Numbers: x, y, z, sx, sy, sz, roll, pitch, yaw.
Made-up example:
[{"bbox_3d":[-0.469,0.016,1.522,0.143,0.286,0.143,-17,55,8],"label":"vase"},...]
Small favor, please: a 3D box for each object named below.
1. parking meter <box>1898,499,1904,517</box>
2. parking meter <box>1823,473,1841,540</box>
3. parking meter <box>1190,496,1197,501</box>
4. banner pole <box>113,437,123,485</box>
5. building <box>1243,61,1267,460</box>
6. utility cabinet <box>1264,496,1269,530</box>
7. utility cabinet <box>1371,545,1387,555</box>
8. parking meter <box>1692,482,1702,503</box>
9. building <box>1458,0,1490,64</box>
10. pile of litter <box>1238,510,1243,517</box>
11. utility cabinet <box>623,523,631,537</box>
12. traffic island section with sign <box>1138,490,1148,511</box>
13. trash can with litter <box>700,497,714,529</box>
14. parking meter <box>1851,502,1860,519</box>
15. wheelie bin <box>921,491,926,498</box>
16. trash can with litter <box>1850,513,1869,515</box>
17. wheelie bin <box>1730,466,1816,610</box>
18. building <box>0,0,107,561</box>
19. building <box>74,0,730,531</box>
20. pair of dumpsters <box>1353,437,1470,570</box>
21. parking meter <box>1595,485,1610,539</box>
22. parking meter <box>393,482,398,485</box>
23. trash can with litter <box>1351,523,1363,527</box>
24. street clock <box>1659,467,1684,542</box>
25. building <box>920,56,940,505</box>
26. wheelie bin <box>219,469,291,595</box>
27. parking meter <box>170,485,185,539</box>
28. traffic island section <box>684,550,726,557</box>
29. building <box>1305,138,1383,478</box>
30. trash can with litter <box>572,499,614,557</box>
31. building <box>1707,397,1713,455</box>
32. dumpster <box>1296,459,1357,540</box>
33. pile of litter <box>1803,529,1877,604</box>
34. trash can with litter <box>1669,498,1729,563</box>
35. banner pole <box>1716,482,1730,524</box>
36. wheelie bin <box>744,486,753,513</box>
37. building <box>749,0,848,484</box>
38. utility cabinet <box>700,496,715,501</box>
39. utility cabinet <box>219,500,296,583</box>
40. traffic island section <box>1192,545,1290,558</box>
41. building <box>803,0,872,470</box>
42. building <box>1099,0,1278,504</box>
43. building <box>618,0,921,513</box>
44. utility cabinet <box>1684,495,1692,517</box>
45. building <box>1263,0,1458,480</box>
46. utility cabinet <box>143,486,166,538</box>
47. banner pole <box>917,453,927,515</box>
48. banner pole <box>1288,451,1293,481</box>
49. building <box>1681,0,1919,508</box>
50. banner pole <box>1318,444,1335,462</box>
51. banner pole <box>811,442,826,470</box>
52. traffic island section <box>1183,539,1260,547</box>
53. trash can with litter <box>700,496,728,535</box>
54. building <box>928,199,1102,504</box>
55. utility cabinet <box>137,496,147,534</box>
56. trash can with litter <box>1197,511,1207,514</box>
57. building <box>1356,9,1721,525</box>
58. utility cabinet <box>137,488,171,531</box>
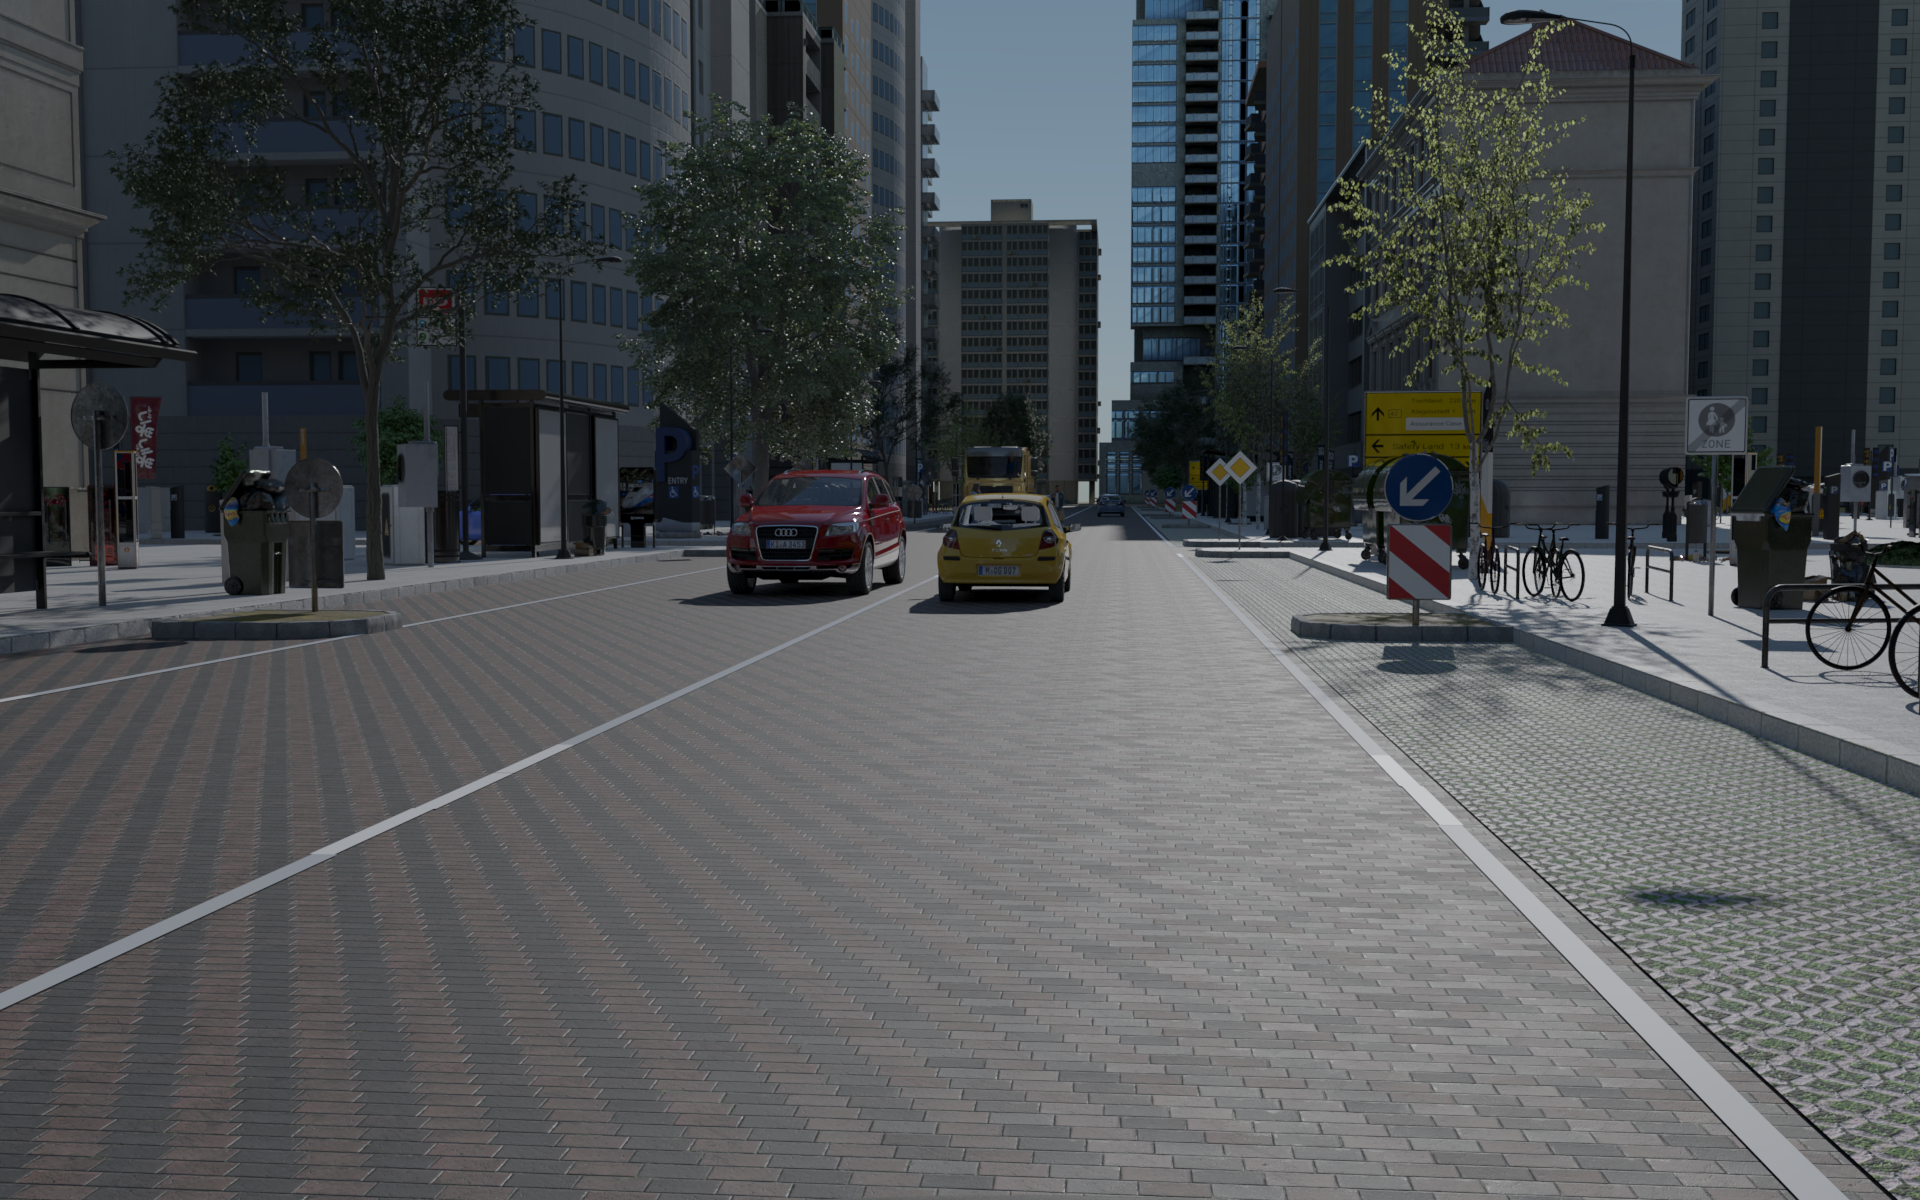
[{"bbox_3d":[52.058,-5.507,95.746,0.255,1.863,0.399,0,4,7],"label":"parking meter"},{"bbox_3d":[24.521,-2.632,48.739,0.399,1.863,0.255,0,4,5],"label":"parking meter"},{"bbox_3d":[13.956,-5.820,103.572,0.372,1.533,0.369,0,3,0],"label":"parking meter"},{"bbox_3d":[-28.015,-4.141,57.722,0.401,3.779,0.863,0,4,-2],"label":"banner pole"},{"bbox_3d":[39.980,-31.750,173.733,22.147,44.769,28.867,0,4,5],"label":"building"},{"bbox_3d":[11.415,-3.113,62.058,1.020,1.237,0.306,2,4,31],"label":"utility cabinet"},{"bbox_3d":[8.861,-1.692,36.338,0.318,1.500,1.173,1,4,23],"label":"utility cabinet"},{"bbox_3d":[35.243,-4.719,82.868,0.255,1.863,0.399,-1,4,-17],"label":"parking meter"},{"bbox_3d":[32.971,-29.798,137.302,14.600,45.320,14.200,0,4,5],"label":"building"},{"bbox_3d":[15.456,-5.125,97.763,1.176,0.858,1.719,-3,5,-40],"label":"pile of litter"},{"bbox_3d":[-9.875,-2.509,52.191,0.306,1.237,1.020,0,4,3],"label":"utility cabinet"},{"bbox_3d":[16.531,-8.601,149.260,1.989,1.847,2.006,0,4,5],"label":"traffic island section with sign"},{"bbox_3d":[-9.355,-3.172,63.253,0.624,1.170,1.055,-2,4,-27],"label":"trash can with litter"},{"bbox_3d":[46.119,-5.103,89.138,0.255,1.863,0.399,0,4,-3],"label":"parking meter"},{"bbox_3d":[-2.808,-7.125,124.406,0.693,1.594,0.980,0,4,4],"label":"wheelie bin"},{"bbox_3d":[55.525,-5.784,105.629,1.678,1.210,2.233,-2,4,-32],"label":"trash can with litter"},{"bbox_3d":[9.114,-0.706,19.450,0.693,1.594,0.980,-1,4,-10],"label":"wheelie bin"},{"bbox_3d":[-31.746,-11.860,27.190,30.059,22.955,16.112,0,4,5],"label":"building"},{"bbox_3d":[-22.159,-32.443,72.450,21.231,58.520,28.212,0,4,5],"label":"building"},{"bbox_3d":[8.220,-1.771,31.450,1.574,2.255,4.437,0,4,5],"label":"pair of dumpsters"},{"bbox_3d":[18.328,-2.508,49.410,0.372,1.533,0.369,0,3,0],"label":"parking meter"},{"bbox_3d":[-19.427,-3.292,59.532,0.399,1.863,0.255,2,4,24],"label":"parking meter"},{"bbox_3d":[15.272,-3.522,68.636,1.678,1.210,2.233,-1,4,-16],"label":"trash can with litter"},{"bbox_3d":[19.138,-2.565,46.504,0.471,2.002,0.358,-1,4,-11],"label":"street clock"},{"bbox_3d":[-17.743,-34.372,181.598,30.456,49.044,23.786,0,4,5],"label":"building"},{"bbox_3d":[-8.973,-0.872,22.172,0.693,1.594,0.980,1,4,9],"label":"wheelie bin"},{"bbox_3d":[-22.578,-2.541,49.952,0.372,1.533,0.369,0,3,0],"label":"parking meter"},{"bbox_3d":[-5.222,-1.148,41.056,2.009,0.180,2.903,0,4,5],"label":"traffic island section"},{"bbox_3d":[29.948,-17.557,106.117,14.314,24.678,30.058,0,4,5],"label":"building"},{"bbox_3d":[-7.622,-1.499,35.898,0.624,1.170,1.055,0,4,8],"label":"trash can with litter"},{"bbox_3d":[78.541,-36.746,220.402,30.456,49.044,23.786,0,4,5],"label":"building"},{"bbox_3d":[10.344,-2.839,48.915,1.502,2.255,1.985,0,4,5],"label":"dumpster"},{"bbox_3d":[10.522,-0.434,21.062,1.719,0.858,1.176,-3,4,-37],"label":"pile of litter"},{"bbox_3d":[14.547,-1.364,33.361,2.233,1.210,1.678,-2,4,-27],"label":"trash can with litter"},{"bbox_3d":[32.592,-5.167,74.491,0.863,3.779,0.401,-2,4,-24],"label":"banner pole"},{"bbox_3d":[-7.597,-3.432,64.025,0.693,1.594,0.980,2,4,28],"label":"wheelie bin"},{"bbox_3d":[-14.706,-20.251,102.802,14.160,30.474,14.107,0,4,5],"label":"building"},{"bbox_3d":[-10.516,-3.715,71.897,0.306,1.237,1.020,1,4,20],"label":"utility cabinet"},{"bbox_3d":[-10.235,-0.863,25.279,0.306,1.237,1.020,3,5,41],"label":"utility cabinet"},{"bbox_3d":[6.469,-1.083,39.981,2.009,0.180,2.903,0,4,5],"label":"traffic island section"},{"bbox_3d":[-14.577,-29.463,131.834,14.600,45.320,14.200,0,4,5],"label":"building"},{"bbox_3d":[33.748,-55.666,222.816,31.000,86.520,22.319,0,4,5],"label":"building"},{"bbox_3d":[-15.501,-37.395,153.410,21.231,58.520,28.212,0,4,5],"label":"building"},{"bbox_3d":[40.629,-5.217,96.455,0.306,1.237,1.020,3,5,40],"label":"utility cabinet"},{"bbox_3d":[34.293,-30.692,151.918,14.600,45.320,14.200,0,4,5],"label":"building"},{"bbox_3d":[-23.310,-2.535,50.132,0.318,1.500,1.173,-2,4,-30],"label":"utility cabinet"},{"bbox_3d":[-2.399,-7.107,106.208,0.863,3.779,0.401,-3,4,-38],"label":"banner pole"},{"bbox_3d":[16.766,-6.056,89.035,0.863,3.779,0.401,3,4,37],"label":"banner pole"},{"bbox_3d":[83.007,-44.956,173.288,20.611,71.187,20.563,0,4,5],"label":"building"},{"bbox_3d":[18.312,-5.907,86.596,0.863,3.779,0.401,1,4,14],"label":"banner pole"},{"bbox_3d":[-5.765,-4.964,71.183,0.863,3.779,0.401,-1,4,-12],"label":"banner pole"},{"bbox_3d":[7.200,-1.569,47.933,2.009,0.180,2.903,0,4,5],"label":"traffic island section"},{"bbox_3d":[-7.572,-2.631,54.079,2.233,1.210,1.678,1,4,11],"label":"trash can with litter"},{"bbox_3d":[6.756,-32.972,230.972,23.993,40.220,32.217,0,4,5],"label":"building"},{"bbox_3d":[-26.459,-2.748,56.087,0.306,1.237,1.020,1,4,19],"label":"utility cabinet"},{"bbox_3d":[16.122,-6.244,113.152,2.233,1.210,1.678,3,5,44],"label":"trash can with litter"},{"bbox_3d":[25.732,-14.969,80.902,11.583,22.565,21.152,0,4,5],"label":"building"},{"bbox_3d":[-27.571,-3.079,59.021,1.173,1.500,0.318,-3,5,-45],"label":"utility cabinet"}]
